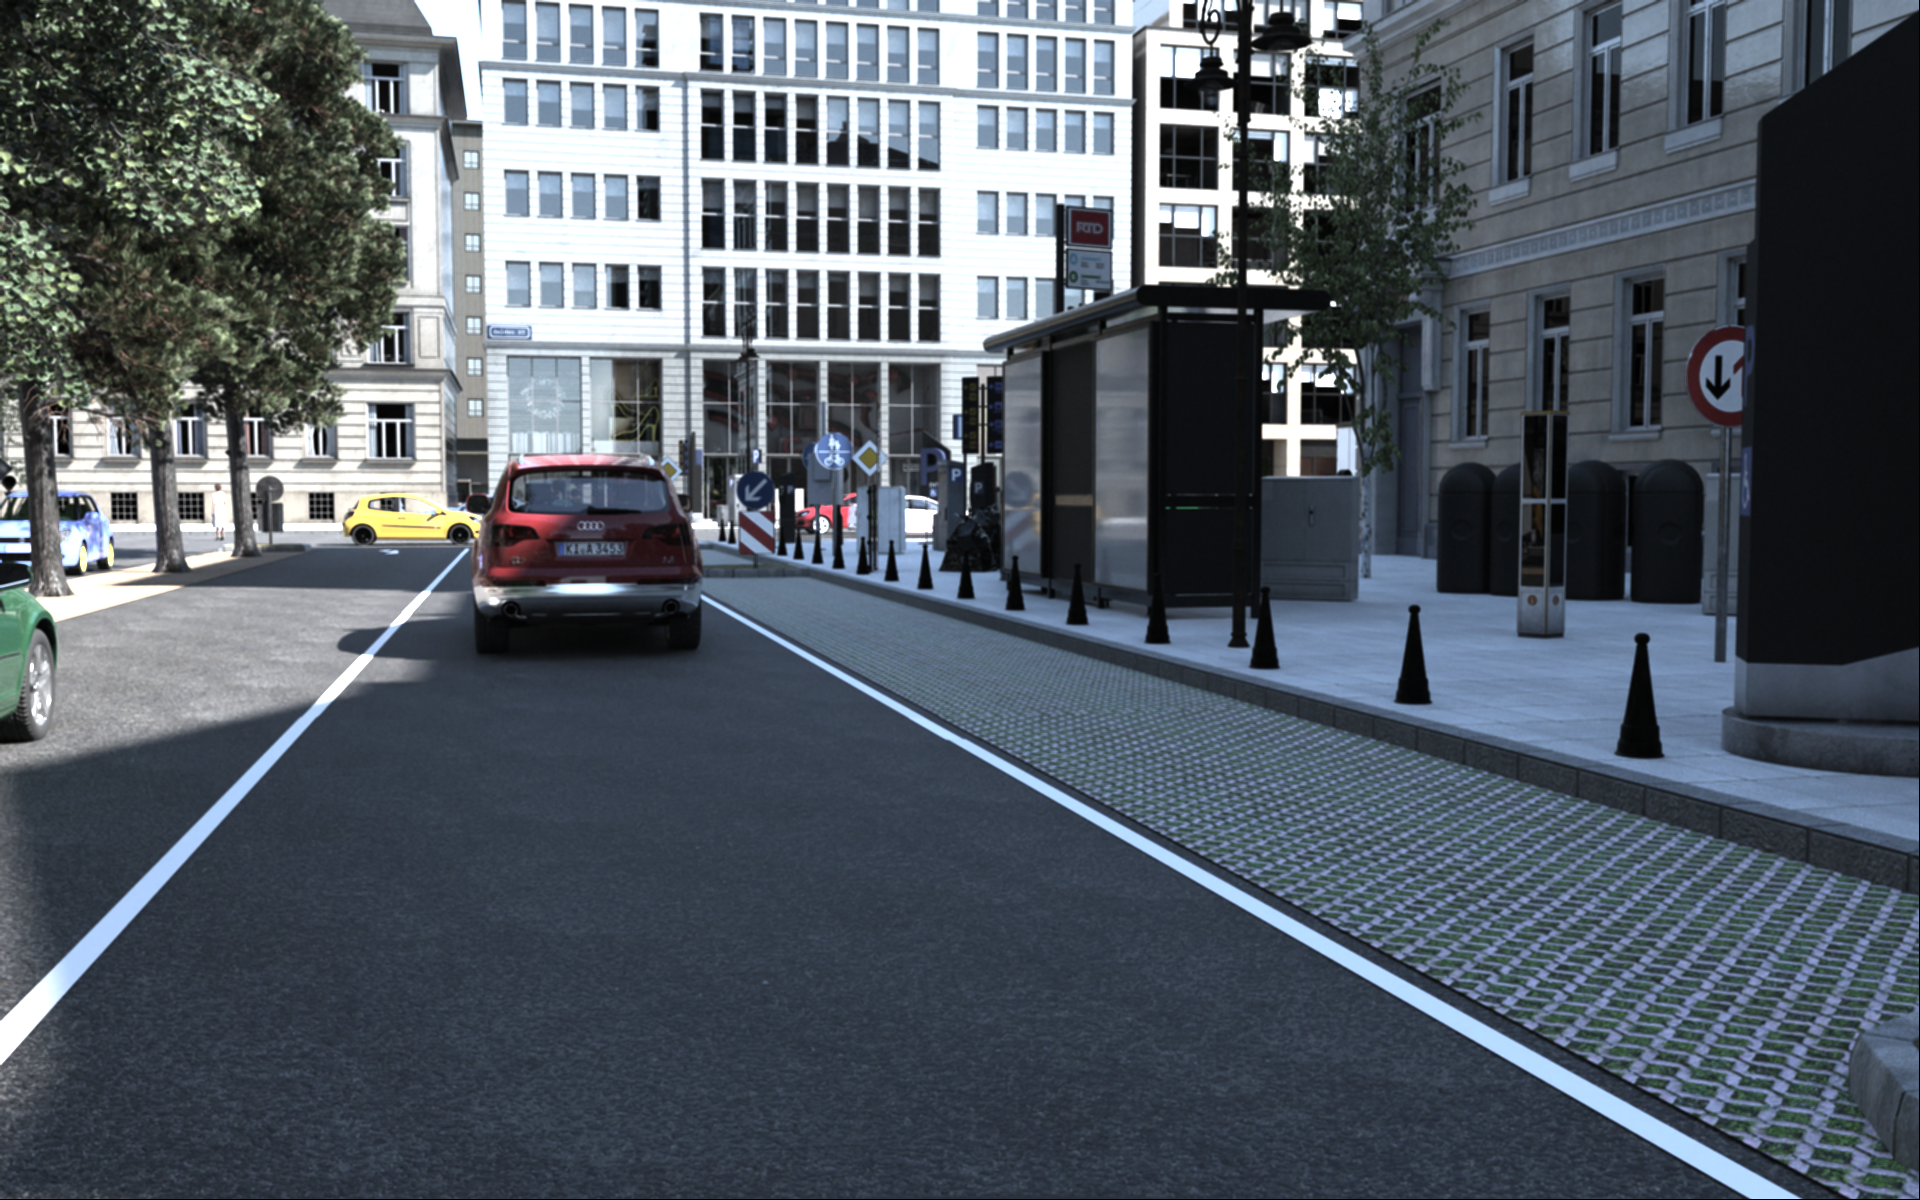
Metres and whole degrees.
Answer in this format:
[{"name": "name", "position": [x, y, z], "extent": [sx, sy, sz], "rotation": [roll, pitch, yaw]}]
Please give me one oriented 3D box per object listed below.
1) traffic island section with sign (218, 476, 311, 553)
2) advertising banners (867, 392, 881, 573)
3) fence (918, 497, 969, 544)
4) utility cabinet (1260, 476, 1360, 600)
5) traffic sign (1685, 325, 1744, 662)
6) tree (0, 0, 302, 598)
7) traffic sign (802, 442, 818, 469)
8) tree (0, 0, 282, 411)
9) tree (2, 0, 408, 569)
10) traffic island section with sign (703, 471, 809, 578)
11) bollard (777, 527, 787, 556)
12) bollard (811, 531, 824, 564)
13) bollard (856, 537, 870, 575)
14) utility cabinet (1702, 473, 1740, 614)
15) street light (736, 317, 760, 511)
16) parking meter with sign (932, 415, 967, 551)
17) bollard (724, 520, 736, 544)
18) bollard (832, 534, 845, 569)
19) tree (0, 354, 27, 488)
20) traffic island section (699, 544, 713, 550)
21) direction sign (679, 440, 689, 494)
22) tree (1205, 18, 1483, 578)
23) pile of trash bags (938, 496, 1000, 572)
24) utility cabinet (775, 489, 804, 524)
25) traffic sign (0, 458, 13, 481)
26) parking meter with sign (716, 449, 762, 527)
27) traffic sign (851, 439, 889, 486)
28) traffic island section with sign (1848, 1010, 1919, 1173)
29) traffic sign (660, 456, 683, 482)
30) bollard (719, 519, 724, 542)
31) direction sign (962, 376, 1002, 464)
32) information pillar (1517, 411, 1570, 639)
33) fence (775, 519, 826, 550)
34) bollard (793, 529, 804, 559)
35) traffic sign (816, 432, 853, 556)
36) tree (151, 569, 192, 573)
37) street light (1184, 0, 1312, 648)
[{"name": "traffic island section with sign", "position": [-17.377, -2.157, 43.399], "extent": [2.006, 1.907, 1.989], "rotation": [-1, 4, -14]}, {"name": "advertising banners", "position": [-1.430, -2.017, 29.166], "extent": [0.090, 3.025, 2.074], "rotation": [0, 4, 2]}, {"name": "fence", "position": [-0.044, -2.001, 43.924], "extent": [2.264, 1.192, 0.480], "rotation": [3, 4, 39]}, {"name": "utility cabinet", "position": [4.207, -0.751, 20.958], "extent": [1.173, 1.500, 0.318], "rotation": [2, 4, 31]}, {"name": "traffic sign", "position": [5.812, -0.799, 13.165], "extent": [0.768, 2.556, 0.104], "rotation": [-1, 4, -11]}, {"name": "tree", "position": [-12.753, -6.066, 23.688], "extent": [6.751, 12.117, 7.091], "rotation": [0, 3, 0]}, {"name": "traffic sign", "position": [-3.452, -2.568, 42.094], "extent": [0.768, 2.556, 0.104], "rotation": [-1, 4, -10]}, {"name": "tree", "position": [-10.163, -6.457, 14.687], "extent": [9.857, 13.997, 8.962], "rotation": [0, 3, 0]}, {"name": "tree", "position": [-16.505, -7.906, 39.150], "extent": [7.806, 13.903, 7.818], "rotation": [0, 3, 0]}, {"name": "traffic island section with sign", "position": [-3.783, -1.331, 30.383], "extent": [1.989, 1.847, 2.006], "rotation": [-1, 4, -14]}, {"name": "bollard", "position": [-3.720, -1.234, 36.217], "extent": [0.229, 0.601, 0.229], "rotation": [0, 3, 0]}, {"name": "bollard", "position": [-2.630, -0.974, 31.961], "extent": [0.229, 0.601, 0.229], "rotation": [0, 3, 0]}, {"name": "bollard", "position": [-1.552, -0.713, 27.702], "extent": [0.229, 0.601, 0.229], "rotation": [0, 3, 0]}, {"name": "utility cabinet", "position": [8.438, -0.579, 18.139], "extent": [1.173, 1.500, 0.318], "rotation": [2, 4, 26]}, {"name": "street light", "position": [-5.561, -4.445, 45.458], "extent": [0.468, 5.910, 1.993], "rotation": [-1, 4, -14]}, {"name": "parking meter with sign", "position": [-0.183, -2.606, 38.869], "extent": [0.543, 3.016, 1.738], "rotation": [-1, 4, -21]}, {"name": "bollard", "position": [-5.896, -1.757, 44.774], "extent": [0.229, 0.601, 0.229], "rotation": [0, 3, 0]}, {"name": "bollard", "position": [-2.092, -0.844, 29.833], "extent": [0.229, 0.601, 0.229], "rotation": [0, 3, 0]}, {"name": "tree", "position": [-34.788, -6.834, 62.092], "extent": [4.360, 8.622, 3.978], "rotation": [0, 3, 0]}, {"name": "traffic island section", "position": [-7.653, -1.427, 45.616], "extent": [2.009, 0.180, 2.903], "rotation": [-1, 4, -14]}, {"name": "direction sign", "position": [-11.587, -4.939, 72.748], "extent": [0.379, 3.537, 0.876], "rotation": [-2, 4, -34]}, {"name": "tree", "position": [5.993, -4.639, 26.212], "extent": [4.737, 8.622, 4.395], "rotation": [0, 3, 0]}, {"name": "pile of trash bags", "position": [1.097, -1.228, 29.827], "extent": [1.912, 1.369, 3.447], "rotation": [2, 4, 26]}, {"name": "utility cabinet", "position": [-7.185, -3.927, 72.890], "extent": [1.173, 1.500, 0.318], "rotation": [-1, 4, -12]}, {"name": "traffic sign", "position": [-23.181, -2.323, 41.624], "extent": [0.795, 2.450, 0.064], "rotation": [-1, 4, -14]}, {"name": "parking meter with sign", "position": [-8.576, -4.332, 67.090], "extent": [1.738, 3.016, 0.543], "rotation": [-3, 4, -36]}, {"name": "traffic sign", "position": [-1.903, -2.161, 36.517], "extent": [0.795, 2.450, 0.064], "rotation": [0, 4, -7]}, {"name": "traffic island section with sign", "position": [3.062, 0.315, 3.479], "extent": [1.989, 1.847, 2.006], "rotation": [-1, 4, -14]}, {"name": "traffic sign", "position": [-7.674, -2.562, 45.533], "extent": [0.795, 2.450, 0.064], "rotation": [-1, 4, -14]}, {"name": "bollard", "position": [-6.435, -1.888, 46.910], "extent": [0.229, 0.601, 0.229], "rotation": [0, 3, 0]}, {"name": "direction sign", "position": [0.443, -2.539, 33.510], "extent": [0.876, 3.537, 0.379], "rotation": [2, 4, 25]}, {"name": "information pillar", "position": [5.215, -0.673, 15.490], "extent": [0.304, 2.012, 0.304], "rotation": [-3, 4, -39]}, {"name": "fence", "position": [-3.819, -1.541, 40.572], "extent": [0.278, 0.683, 2.069], "rotation": [-3, 4, -38]}, {"name": "bollard", "position": [-3.176, -1.104, 34.089], "extent": [0.229, 0.601, 0.229], "rotation": [0, 3, 0]}, {"name": "traffic sign", "position": [-2.593, -2.180, 35.753], "extent": [0.768, 2.556, 0.104], "rotation": [0, 4, -8]}, {"name": "tree", "position": [-14.623, -7.426, 31.293], "extent": [7.806, 13.903, 7.818], "rotation": [0, 3, 0]}, {"name": "street light", "position": [2.341, -2.543, 14.369], "extent": [0.468, 5.910, 1.993], "rotation": [-1, 4, -14]}]
